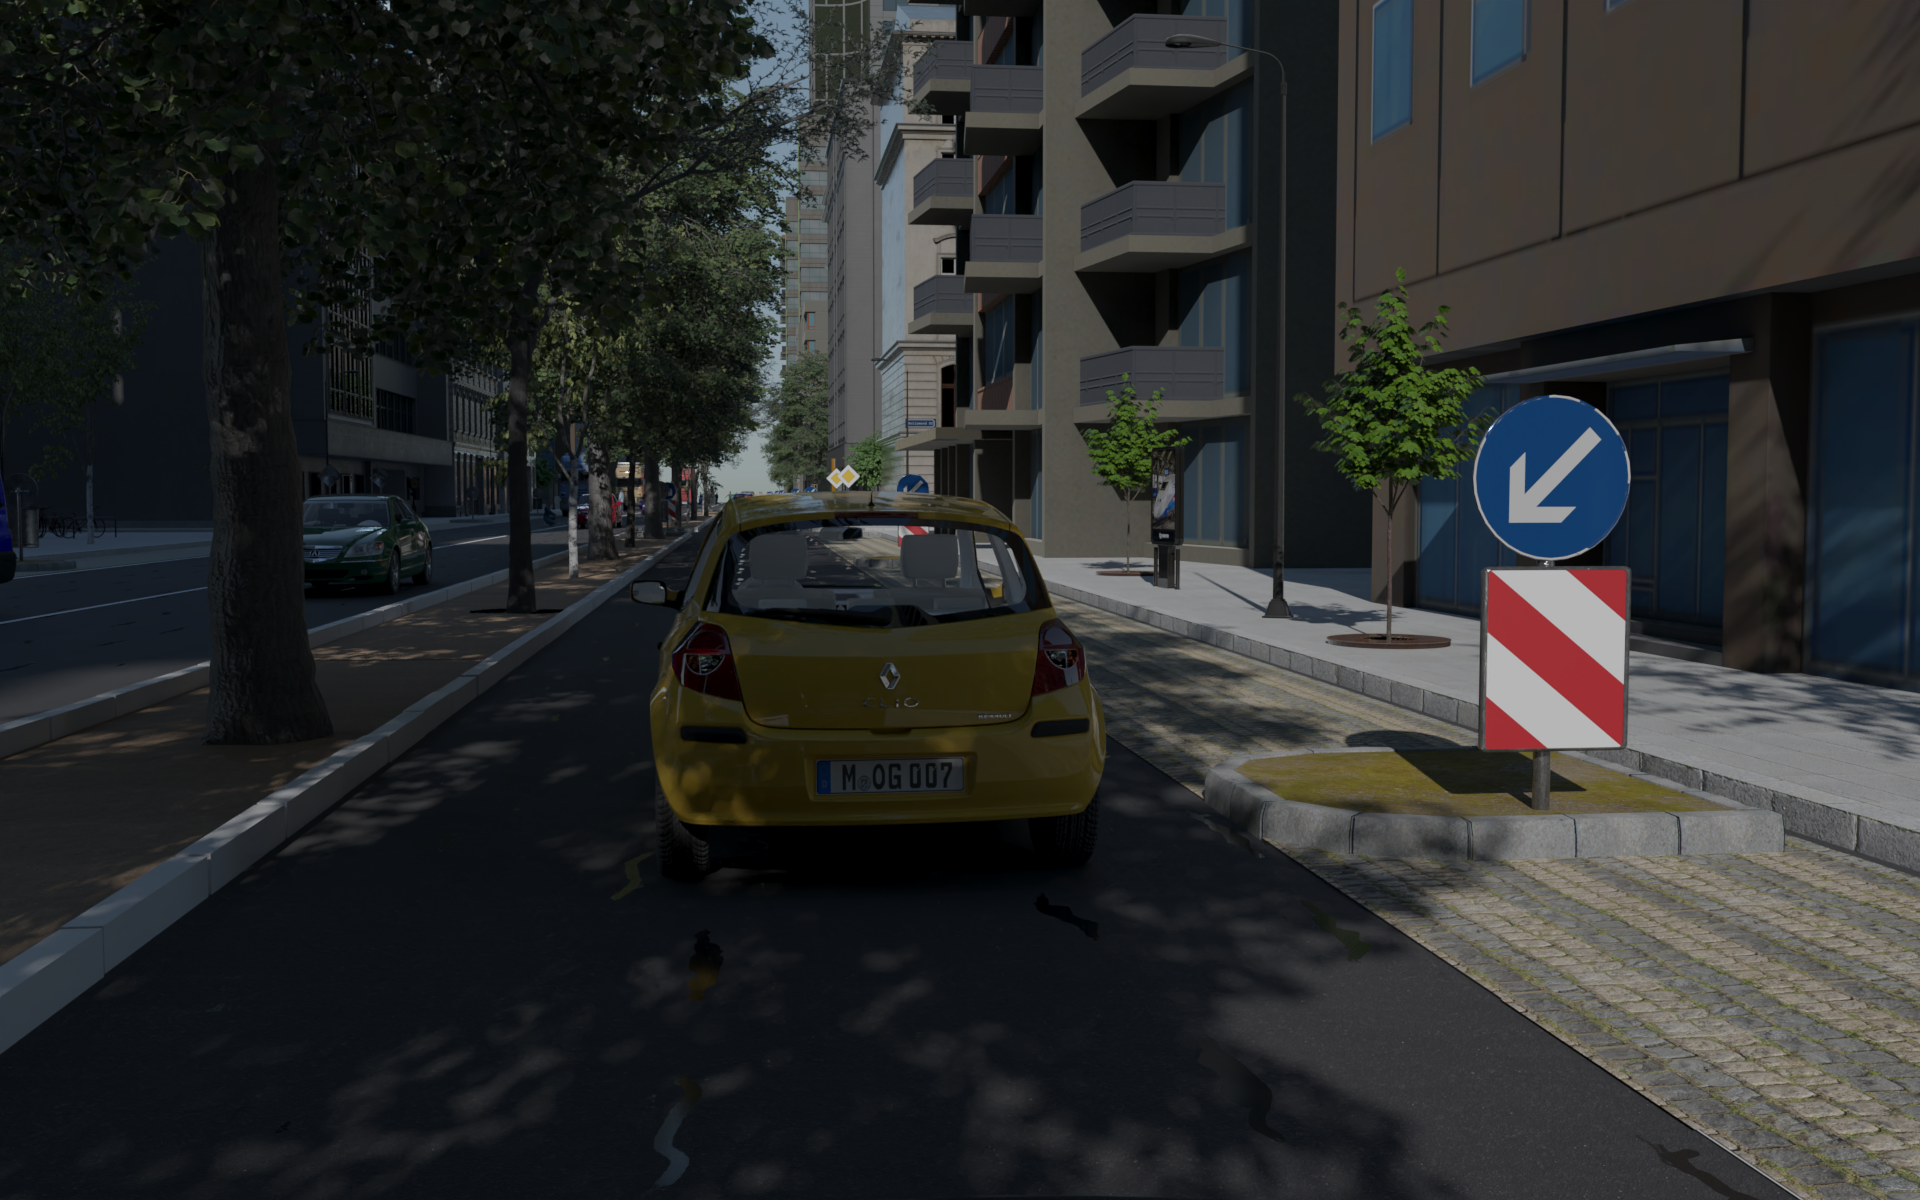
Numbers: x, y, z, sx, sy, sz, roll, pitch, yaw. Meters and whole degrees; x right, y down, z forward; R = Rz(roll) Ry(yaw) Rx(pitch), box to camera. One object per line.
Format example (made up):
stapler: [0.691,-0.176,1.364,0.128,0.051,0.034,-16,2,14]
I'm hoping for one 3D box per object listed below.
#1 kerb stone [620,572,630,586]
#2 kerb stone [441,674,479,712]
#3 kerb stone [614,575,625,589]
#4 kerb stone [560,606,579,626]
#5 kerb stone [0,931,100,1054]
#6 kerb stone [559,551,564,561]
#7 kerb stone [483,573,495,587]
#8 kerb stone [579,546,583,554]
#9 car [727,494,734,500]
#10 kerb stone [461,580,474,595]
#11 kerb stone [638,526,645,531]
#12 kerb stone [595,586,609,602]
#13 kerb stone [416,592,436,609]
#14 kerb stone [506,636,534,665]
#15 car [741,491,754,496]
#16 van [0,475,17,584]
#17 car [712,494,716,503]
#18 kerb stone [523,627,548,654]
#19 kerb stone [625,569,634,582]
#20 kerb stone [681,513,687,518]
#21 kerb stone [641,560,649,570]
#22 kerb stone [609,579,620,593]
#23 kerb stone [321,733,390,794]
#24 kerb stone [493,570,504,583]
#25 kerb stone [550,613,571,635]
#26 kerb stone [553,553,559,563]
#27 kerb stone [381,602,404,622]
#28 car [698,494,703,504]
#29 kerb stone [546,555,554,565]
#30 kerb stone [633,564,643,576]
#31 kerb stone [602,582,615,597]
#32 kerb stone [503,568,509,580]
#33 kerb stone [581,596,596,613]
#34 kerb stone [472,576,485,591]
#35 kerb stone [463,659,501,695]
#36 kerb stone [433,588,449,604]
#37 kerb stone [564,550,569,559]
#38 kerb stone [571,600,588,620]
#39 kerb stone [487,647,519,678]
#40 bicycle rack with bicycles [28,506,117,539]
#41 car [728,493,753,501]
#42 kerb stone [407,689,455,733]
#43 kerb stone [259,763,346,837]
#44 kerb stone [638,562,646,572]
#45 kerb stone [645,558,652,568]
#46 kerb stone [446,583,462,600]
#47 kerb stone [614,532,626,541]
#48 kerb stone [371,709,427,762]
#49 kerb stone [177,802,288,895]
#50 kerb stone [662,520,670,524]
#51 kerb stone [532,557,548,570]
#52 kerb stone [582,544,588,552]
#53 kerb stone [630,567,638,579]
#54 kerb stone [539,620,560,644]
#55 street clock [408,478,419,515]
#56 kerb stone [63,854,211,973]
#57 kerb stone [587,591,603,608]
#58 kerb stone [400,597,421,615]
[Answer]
kerb stone: [-5.289,-0.297,27.059,0.120,0.150,1.000,0,4,-7]
kerb stone: [-3.421,0.649,11.763,0.120,0.150,1.000,0,4,-7]
kerb stone: [-5.165,-0.235,26.038,0.120,0.150,1.000,0,4,-7]
kerb stone: [-4.293,0.205,18.901,0.120,0.150,1.000,0,4,-7]
kerb stone: [-2.541,1.078,4.635,0.120,0.150,1.000,0,4,-7]
kerb stone: [-8.611,-0.903,36.966,0.120,0.150,1.000,0,4,-7]
kerb stone: [-7.364,-0.278,26.767,0.120,0.150,1.000,0,4,-7]
kerb stone: [-9.114,-1.152,41.046,0.120,0.150,1.000,0,4,-7]
car: [-17.152,-7.687,134.476,1.959,1.807,4.718,0,4,-6]
kerb stone: [-7.122,-0.155,24.723,0.120,0.150,1.000,0,4,-7]
kerb stone: [-12.286,-2.733,67.020,0.120,0.150,1.000,0,4,-7]
kerb stone: [-4.791,-0.047,22.965,0.120,0.150,1.000,0,4,-7]
kerb stone: [-6.749,0.032,21.679,0.120,0.150,1.000,0,4,-7]
kerb stone: [-3.794,0.450,14.833,0.120,0.150,1.000,0,4,-7]
car: [-24.695,-11.776,201.209,2.281,1.827,5.304,0,4,-8]
van: [-12.161,-0.858,18.410,2.240,2.365,5.245,0,4,-6]
car: [-38.753,-15.788,269.923,2.131,1.459,4.920,0,4,-6]
kerb stone: [-3.917,0.388,15.848,0.120,0.150,1.000,0,4,-7]
kerb stone: [-5.419,-0.360,28.081,0.120,0.150,1.000,0,4,-7]
kerb stone: [-17.638,-5.413,110.790,0.120,0.150,1.000,0,4,-7]
kerb stone: [-5.912,-0.608,32.152,0.120,0.150,1.000,0,4,-7]
kerb stone: [-5.040,-0.172,25.014,0.120,0.150,1.000,0,4,-7]
kerb stone: [-3.049,0.825,8.717,0.120,0.150,1.000,0,4,-7]
kerb stone: [-7.482,-0.342,27.787,0.120,0.150,1.000,0,4,-7]
kerb stone: [-4.158,0.266,17.888,0.120,0.150,1.000,0,4,-7]
kerb stone: [-8.482,-0.841,35.947,0.120,0.150,1.000,0,4,-7]
kerb stone: [-6.496,0.156,19.646,0.120,0.150,1.000,0,4,-7]
car: [-36.319,-14.490,246.508,1.945,1.707,3.694,0,4,-7]
kerb stone: [-8.363,-0.774,34.925,0.120,0.150,1.000,0,4,-7]
kerb stone: [-5.656,-0.483,30.116,0.120,0.150,1.000,0,4,-7]
kerb stone: [-4.921,-0.110,23.996,0.120,0.150,1.000,0,4,-7]
kerb stone: [-7.614,-0.404,28.807,0.120,0.150,1.000,0,4,-7]
kerb stone: [-4.538,0.083,20.936,0.120,0.150,1.000,0,4,-7]
kerb stone: [-7.241,-0.216,25.752,0.120,0.150,1.000,0,4,-7]
kerb stone: [-3.539,0.575,12.787,0.120,0.150,1.000,0,4,-7]
kerb stone: [-6.872,-0.027,22.694,0.120,0.150,1.000,0,4,-7]
kerb stone: [-8.734,-0.961,37.981,0.120,0.150,1.000,0,4,-7]
kerb stone: [-4.414,0.139,19.916,0.120,0.150,1.000,0,4,-7]
kerb stone: [-3.669,0.513,13.813,0.120,0.150,1.000,0,4,-7]
bicycle rack with bicycles: [-26.216,-2.269,50.478,2.852,0.926,2.925,1,4,13]
car: [-13.869,-6.192,110.829,1.945,1.707,3.694,0,4,-8]
kerb stone: [-3.296,0.701,10.747,0.120,0.150,1.000,0,4,-7]
kerb stone: [-2.921,0.887,7.701,0.120,0.150,1.000,0,4,-7]
kerb stone: [-5.784,-0.546,31.130,0.120,0.150,1.000,0,4,-7]
kerb stone: [-6.038,-0.671,33.170,0.120,0.150,1.000,0,4,-7]
kerb stone: [-6.991,-0.093,23.709,0.120,0.150,1.000,0,4,-7]
kerb stone: [-10.855,-2.021,55.293,0.120,0.150,1.000,0,4,-7]
kerb stone: [-3.164,0.767,9.733,0.120,0.150,1.000,0,4,-7]
kerb stone: [-2.797,0.952,6.678,0.120,0.150,1.000,0,4,-7]
kerb stone: [-14.655,-3.920,86.377,0.120,0.150,1.000,0,4,-7]
kerb stone: [-8.235,-0.713,33.900,0.120,0.150,1.000,0,4,-7]
kerb stone: [-9.360,-1.277,43.076,0.120,0.150,1.000,0,4,-7]
kerb stone: [-5.543,-0.421,29.100,0.120,0.150,1.000,0,4,-7]
kerb stone: [-4.035,0.328,16.873,0.120,0.150,1.000,0,4,-7]
street clock: [-25.225,-4.612,79.975,0.358,2.002,0.471,3,5,41]
kerb stone: [-2.673,1.016,5.655,0.120,0.150,1.000,0,4,-7]
kerb stone: [-4.660,0.015,21.951,0.120,0.150,1.000,0,4,-7]
kerb stone: [-6.618,0.094,20.664,0.120,0.150,1.000,0,4,-7]
